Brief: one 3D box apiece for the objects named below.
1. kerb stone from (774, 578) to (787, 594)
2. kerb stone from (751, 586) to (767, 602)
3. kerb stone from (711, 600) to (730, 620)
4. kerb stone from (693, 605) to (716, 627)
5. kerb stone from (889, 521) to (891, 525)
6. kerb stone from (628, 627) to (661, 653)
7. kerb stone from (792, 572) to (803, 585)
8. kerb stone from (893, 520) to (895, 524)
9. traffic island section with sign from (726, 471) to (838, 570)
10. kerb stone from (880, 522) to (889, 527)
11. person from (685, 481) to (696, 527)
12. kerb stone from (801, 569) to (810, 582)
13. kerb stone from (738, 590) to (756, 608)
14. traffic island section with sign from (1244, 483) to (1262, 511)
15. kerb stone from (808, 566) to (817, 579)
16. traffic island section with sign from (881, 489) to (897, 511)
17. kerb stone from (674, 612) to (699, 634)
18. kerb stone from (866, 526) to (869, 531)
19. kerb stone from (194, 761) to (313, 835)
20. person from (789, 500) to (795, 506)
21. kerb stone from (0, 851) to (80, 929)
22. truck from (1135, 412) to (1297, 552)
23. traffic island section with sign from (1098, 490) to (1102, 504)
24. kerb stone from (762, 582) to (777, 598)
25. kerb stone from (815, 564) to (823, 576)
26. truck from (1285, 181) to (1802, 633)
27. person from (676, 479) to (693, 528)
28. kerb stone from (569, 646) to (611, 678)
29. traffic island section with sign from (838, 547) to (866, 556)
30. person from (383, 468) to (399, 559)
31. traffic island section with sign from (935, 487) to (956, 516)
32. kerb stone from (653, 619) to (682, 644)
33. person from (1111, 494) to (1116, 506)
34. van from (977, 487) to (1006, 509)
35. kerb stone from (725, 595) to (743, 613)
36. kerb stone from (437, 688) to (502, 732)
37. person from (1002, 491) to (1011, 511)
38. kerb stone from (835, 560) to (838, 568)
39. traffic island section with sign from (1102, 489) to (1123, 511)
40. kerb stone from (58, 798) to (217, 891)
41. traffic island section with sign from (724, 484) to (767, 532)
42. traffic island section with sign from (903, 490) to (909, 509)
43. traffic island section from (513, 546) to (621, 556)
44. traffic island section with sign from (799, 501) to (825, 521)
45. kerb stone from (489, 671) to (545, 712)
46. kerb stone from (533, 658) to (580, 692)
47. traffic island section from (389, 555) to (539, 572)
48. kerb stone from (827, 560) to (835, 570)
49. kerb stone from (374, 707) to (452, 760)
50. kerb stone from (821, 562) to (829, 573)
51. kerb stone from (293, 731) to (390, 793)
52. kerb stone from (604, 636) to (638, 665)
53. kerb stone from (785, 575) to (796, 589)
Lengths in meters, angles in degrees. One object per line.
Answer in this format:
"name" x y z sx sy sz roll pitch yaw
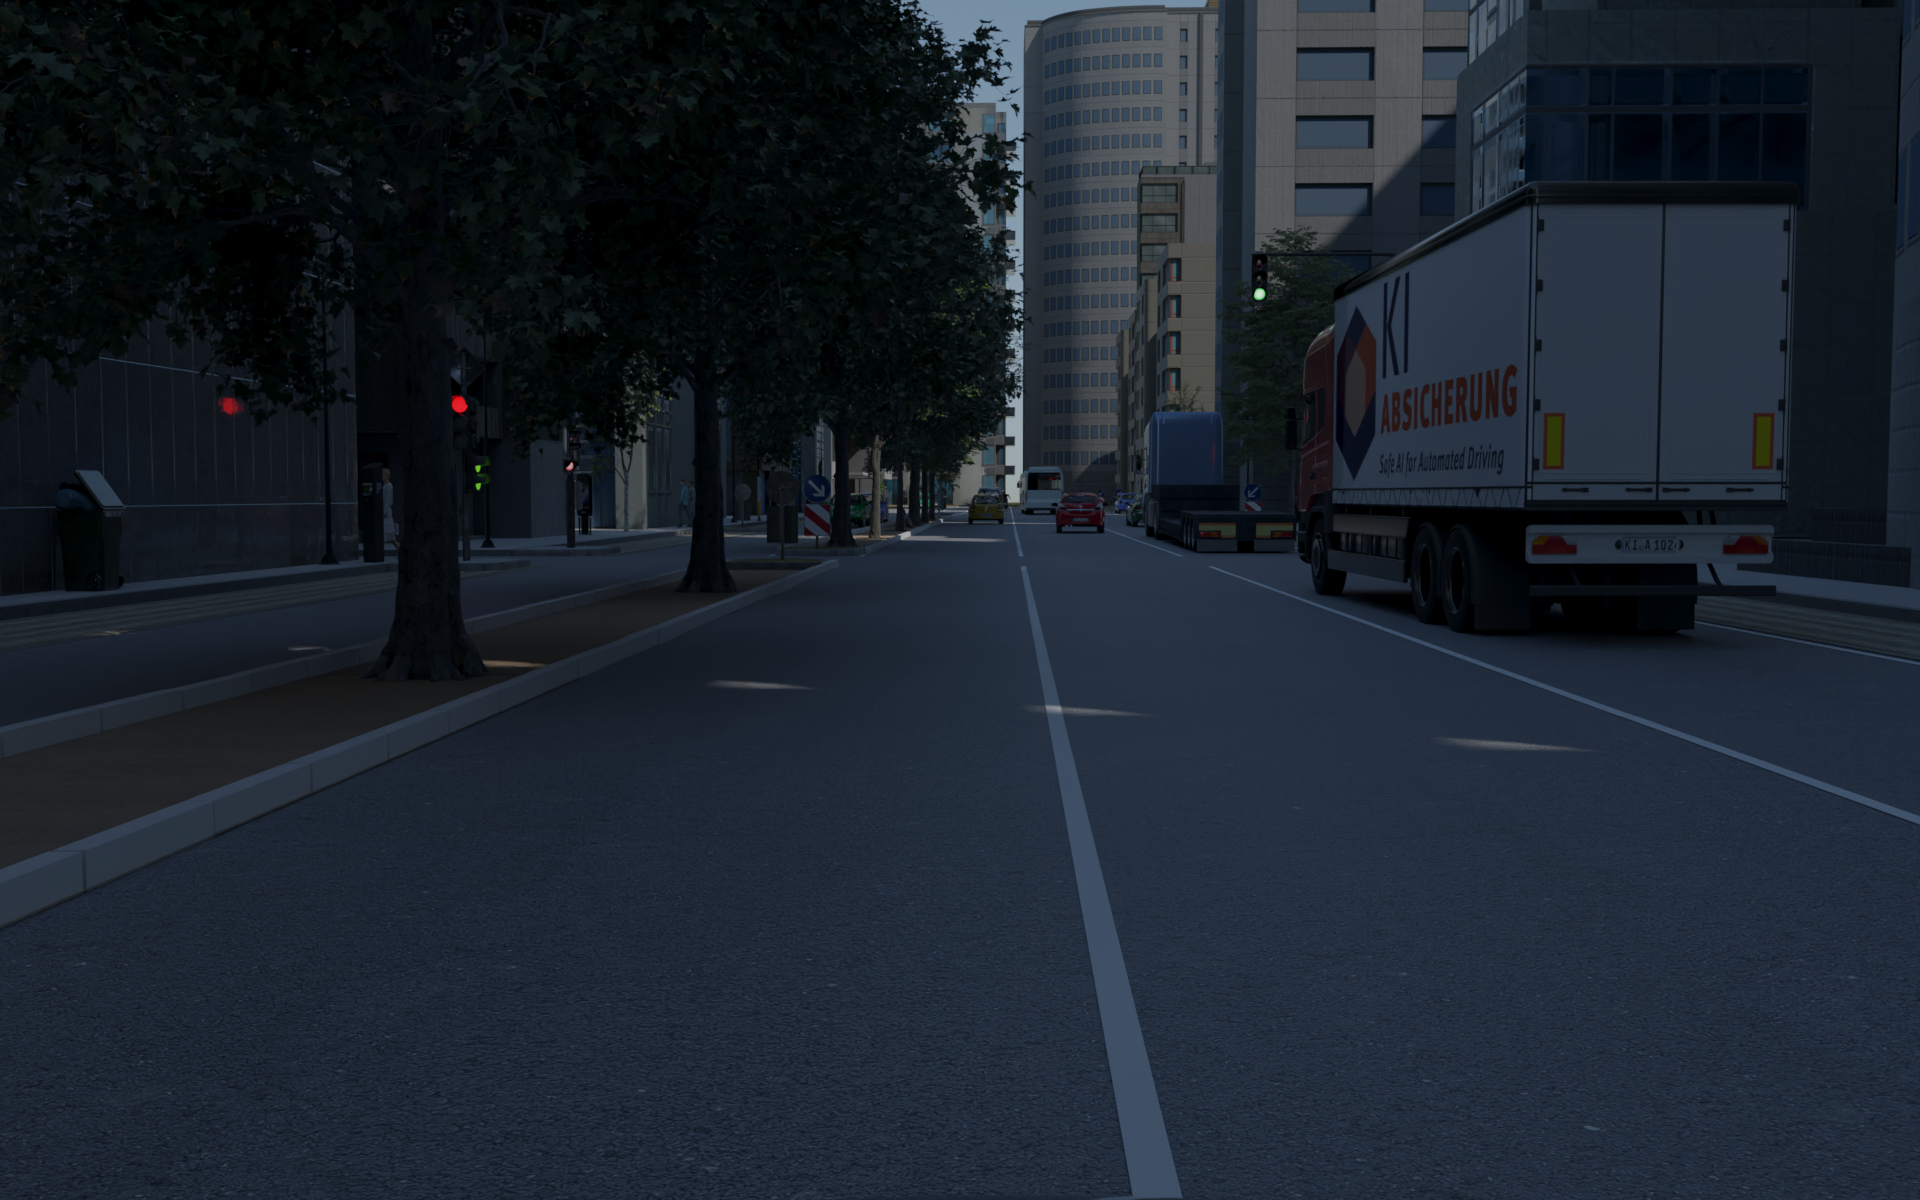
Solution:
"kerb stone" -2.680 -0.181 25.183 0.120 0.150 1.000 0 4 2
"kerb stone" -2.749 -0.057 23.135 0.120 0.150 1.000 0 4 2
"kerb stone" -2.829 0.130 20.063 0.120 0.150 1.000 0 4 2
"kerb stone" -2.857 0.194 19.042 0.120 0.150 1.000 0 4 2
"kerb stone" -3.326 -3.414 78.021 0.120 0.150 1.000 0 4 2
"kerb stone" -2.942 0.382 15.957 0.120 0.150 1.000 0 4 2
"kerb stone" -2.633 -0.309 27.242 0.120 0.150 1.000 0 4 2
"kerb stone" -3.249 -3.602 81.087 0.120 0.150 1.000 0 4 2
"traffic island section with sign" -3.506 -1.543 33.367 2.006 1.907 1.989 0 4 2
"kerb stone" -3.361 -3.352 76.999 0.120 0.150 1.000 0 4 2
"person" -10.544 -3.739 67.378 0.583 1.804 0.606 -1 4 -21
"kerb stone" -2.601 -0.368 28.266 0.120 0.150 1.000 0 4 2
"kerb stone" -2.772 0.005 22.106 0.120 0.150 1.000 0 4 2
"traffic island section with sign" 10.832 -3.468 65.331 1.989 1.847 2.006 0 4 2
"kerb stone" -2.577 -0.429 29.298 0.120 0.150 1.000 0 4 2
"traffic island section with sign" -6.152 -8.218 142.992 1.989 1.847 2.006 0 4 2
"kerb stone" -2.888 0.257 18.020 0.120 0.150 1.000 0 4 2
"kerb stone" -3.667 -2.662 65.745 0.120 0.150 1.000 0 4 2
"kerb stone" -3.171 0.885 7.762 0.120 0.150 1.000 0 4 2
"person" -9.846 -5.861 102.093 0.641 1.798 0.478 1 4 21
"kerb stone" -3.223 1.008 5.719 0.120 0.150 1.000 0 4 2
"truck" 7.198 -3.740 50.910 2.967 4.110 18.799 0 4 2
"traffic island section with sign" 13.713 -9.874 170.065 1.989 1.847 2.006 0 4 2
"kerb stone" -2.716 -0.120 24.157 0.120 0.150 1.000 0 4 2
"kerb stone" -2.552 -0.497 30.328 0.120 0.150 1.000 0 4 2
"truck" 6.257 -1.972 21.153 2.839 4.237 11.283 0 4 0
"person" -10.492 -3.677 66.028 0.748 1.841 0.638 2 4 26
"kerb stone" -2.996 0.507 13.905 0.120 0.150 1.000 0 4 2
"traffic island section with sign" -3.292 -1.996 40.771 2.006 1.907 1.989 0 4 2
"person" -11.168 -1.677 33.815 0.624 1.780 0.694 -1 4 -14
"traffic island section with sign" -1.233 -6.590 115.882 2.006 1.907 1.989 0 4 2
"kerb stone" -2.907 0.320 16.985 0.120 0.150 1.000 0 4 2
"person" 17.578 -11.399 198.108 0.697 1.427 0.421 1 4 17
"van" 1.749 -5.876 103.078 2.013 2.044 4.112 0 4 1
"kerb stone" -2.805 0.071 21.085 0.120 0.150 1.000 0 4 2
"kerb stone" -3.087 0.695 10.832 0.120 0.150 1.000 0 4 2
"person" 3.663 -8.155 142.658 1.217 1.723 0.721 -1 4 -14
"kerb stone" -2.460 -0.684 33.392 0.120 0.150 1.000 0 4 2
"traffic island section with sign" 12.957 -8.186 142.473 1.989 1.847 2.006 0 4 2
"kerb stone" -3.192 0.945 6.741 0.120 0.150 1.000 0 4 2
"traffic island section with sign" -8.281 -3.501 65.865 1.989 1.847 2.006 0 4 2
"traffic island section with sign" -5.407 -9.866 169.936 1.989 1.847 2.006 0 4 2
"traffic island section" -9.282 -1.162 41.280 2.009 0.180 2.903 0 4 2
"traffic island section with sign" -7.534 -5.149 92.810 1.989 1.847 2.006 0 4 2
"kerb stone" -3.056 0.633 11.853 0.120 0.150 1.000 0 4 2
"kerb stone" -3.033 0.570 12.883 0.120 0.150 1.000 0 4 2
"traffic island section" -9.502 -0.674 33.298 2.009 0.180 2.903 0 4 2
"kerb stone" -2.492 -0.622 32.371 0.120 0.150 1.000 0 4 2
"kerb stone" -3.115 0.760 9.809 0.120 0.150 1.000 0 4 2
"kerb stone" -2.523 -0.550 31.350 0.120 0.150 1.000 0 4 2
"kerb stone" -3.142 0.822 8.784 0.120 0.150 1.000 0 4 2
"kerb stone" -2.970 0.451 14.936 0.120 0.150 1.000 0 4 2
"kerb stone" -2.647 -0.241 26.215 0.120 0.150 1.000 0 4 2
